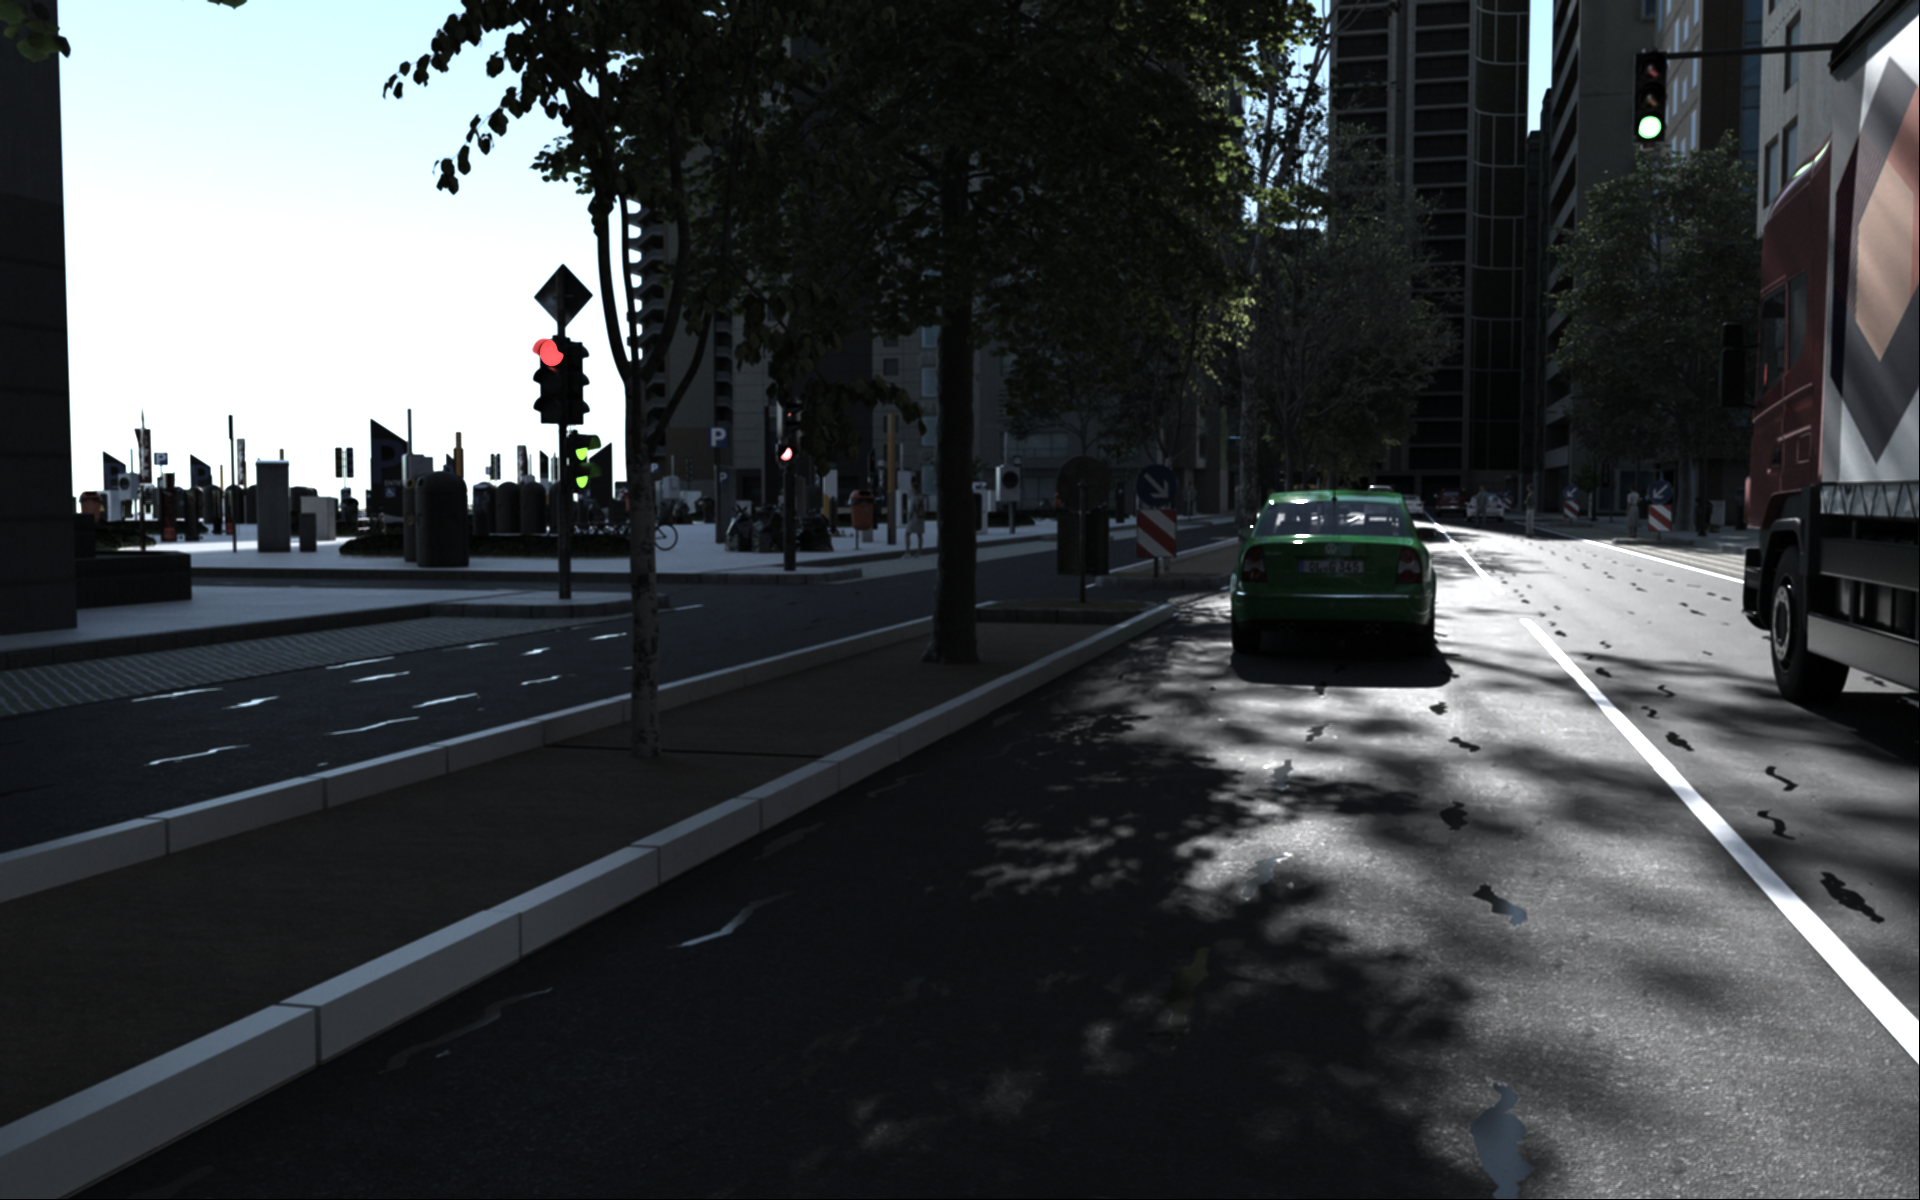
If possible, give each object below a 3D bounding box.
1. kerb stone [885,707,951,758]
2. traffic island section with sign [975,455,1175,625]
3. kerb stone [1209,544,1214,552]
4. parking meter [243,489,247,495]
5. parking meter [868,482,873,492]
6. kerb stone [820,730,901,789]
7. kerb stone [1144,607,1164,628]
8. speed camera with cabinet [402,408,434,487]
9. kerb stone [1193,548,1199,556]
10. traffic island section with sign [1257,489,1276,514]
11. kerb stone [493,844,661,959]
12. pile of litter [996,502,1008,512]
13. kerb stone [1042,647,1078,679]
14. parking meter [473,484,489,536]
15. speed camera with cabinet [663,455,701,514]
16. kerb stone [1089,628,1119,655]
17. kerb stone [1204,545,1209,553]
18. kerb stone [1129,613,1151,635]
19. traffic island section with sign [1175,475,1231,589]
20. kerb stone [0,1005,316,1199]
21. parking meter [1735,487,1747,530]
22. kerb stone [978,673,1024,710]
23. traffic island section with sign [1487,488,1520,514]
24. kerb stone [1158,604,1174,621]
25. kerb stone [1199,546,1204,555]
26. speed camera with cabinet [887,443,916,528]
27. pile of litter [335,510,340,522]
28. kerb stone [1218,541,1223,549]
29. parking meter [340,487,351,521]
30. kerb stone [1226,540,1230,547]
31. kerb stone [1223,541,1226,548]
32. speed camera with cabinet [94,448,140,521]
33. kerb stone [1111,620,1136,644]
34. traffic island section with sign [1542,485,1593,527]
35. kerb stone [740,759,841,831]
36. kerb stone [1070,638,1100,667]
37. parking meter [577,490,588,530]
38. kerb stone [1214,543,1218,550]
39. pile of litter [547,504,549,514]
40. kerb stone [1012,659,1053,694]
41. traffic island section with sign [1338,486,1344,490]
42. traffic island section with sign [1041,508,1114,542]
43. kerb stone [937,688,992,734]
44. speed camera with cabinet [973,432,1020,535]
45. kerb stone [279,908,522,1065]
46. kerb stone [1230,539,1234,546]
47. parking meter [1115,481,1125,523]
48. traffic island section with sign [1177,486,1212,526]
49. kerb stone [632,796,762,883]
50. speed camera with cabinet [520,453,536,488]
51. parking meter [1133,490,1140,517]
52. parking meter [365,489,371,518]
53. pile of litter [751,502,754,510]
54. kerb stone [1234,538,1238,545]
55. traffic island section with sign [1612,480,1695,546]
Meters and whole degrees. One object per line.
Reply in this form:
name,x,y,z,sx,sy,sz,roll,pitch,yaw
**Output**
kerb stone,-0.254,0.758,9.803,0.120,0.150,1.000,1,4,14
traffic island section with sign,1.302,-0.722,19.938,2.006,1.907,1.989,1,4,14
kerb stone,6.063,-1.249,42.612,0.120,0.150,1.000,1,4,14
parking meter,-33.928,-4.498,81.958,0.372,1.533,0.369,0,3,0
parking meter,-4.299,-4.810,84.349,0.255,1.863,0.399,-2,4,-24
kerb stone,-0.511,0.819,8.814,0.120,0.150,1.000,1,4,14
kerb stone,2.047,0.212,18.721,0.120,0.150,1.000,1,4,14
speed camera with cabinet,-12.176,-2.765,39.539,0.660,3.252,2.038,-2,4,-32
kerb stone,5.289,-1.066,39.631,0.120,0.150,1.000,1,4,14
traffic island section with sign,22.949,-7.268,127.461,1.989,1.847,2.006,1,4,14
kerb stone,-1.282,1.006,5.832,0.120,0.150,1.000,1,4,14
pile of litter,2.626,-5.152,98.200,1.719,0.858,1.176,0,4,4
kerb stone,0.766,0.516,13.766,0.120,0.150,1.000,1,4,14
parking meter,-11.544,-2.039,41.747,0.372,1.533,0.369,0,3,0
speed camera with cabinet,-14.258,-5.781,88.857,2.038,3.252,0.660,-3,5,-44
kerb stone,1.283,0.395,15.744,0.120,0.150,1.000,1,4,14
kerb stone,5.809,-1.188,41.617,0.120,0.150,1.000,1,4,14
kerb stone,1.794,0.273,17.731,0.120,0.150,1.000,1,4,14
traffic island section with sign,3.166,-1.160,27.107,2.006,1.907,1.989,1,4,14
kerb stone,-1.791,1.122,3.852,0.120,0.150,1.000,1,4,14
parking meter,27.883,-3.265,61.796,0.372,1.533,0.369,0,3,0
kerb stone,0.254,0.638,11.784,0.120,0.150,1.000,1,4,14
traffic island section with sign,38.792,-7.018,123.367,1.989,1.847,2.006,1,4,14
kerb stone,2.308,0.153,19.715,0.120,0.150,1.000,1,4,14
kerb stone,5.545,-1.126,40.621,0.120,0.150,1.000,1,4,14
speed camera with cabinet,-2.243,-4.435,66.854,0.660,3.252,2.038,1,4,15
pile of litter,-23.050,-3.068,64.132,1.176,0.858,1.719,0,4,6
kerb stone,6.584,-1.370,44.599,0.120,0.150,1.000,1,4,14
parking meter,-22.266,-3.328,62.830,0.372,1.533,0.369,0,3,0
kerb stone,7.091,-1.492,46.583,0.120,0.150,1.000,1,4,14
kerb stone,6.834,-1.431,45.591,0.120,0.150,1.000,1,4,14
speed camera with cabinet,-36.398,-4.918,74.737,2.038,3.252,0.660,1,4,19
kerb stone,1.536,0.334,16.739,0.120,0.150,1.000,1,4,14
traffic island section with sign,26.293,-4.059,74.998,1.989,1.847,2.006,1,4,14
kerb stone,-0.767,0.882,7.819,0.120,0.150,1.000,1,4,14
kerb stone,1.026,0.459,14.755,0.120,0.150,1.000,1,4,14
parking meter,-13.624,-3.312,62.560,0.372,1.533,0.369,0,3,0
kerb stone,6.318,-1.310,43.612,0.120,0.150,1.000,1,4,14
pile of litter,-20.813,-4.505,87.620,1.719,0.858,1.176,2,4,30
kerb stone,0.511,0.580,12.776,0.120,0.150,1.000,1,4,14
traffic island section with sign,21.979,-5.610,99.862,2.006,1.907,1.989,1,4,14
traffic island section with sign,3.625,-2.699,52.763,1.989,1.847,2.006,1,4,14
kerb stone,0.006,0.697,10.792,0.120,0.150,1.000,1,4,14
speed camera with cabinet,0.862,-3.710,54.993,2.038,3.252,0.660,-1,4,-13
kerb stone,-1.535,1.061,4.841,0.120,0.150,1.000,1,4,14
kerb stone,7.346,-1.552,47.578,0.120,0.150,1.000,1,4,14
parking meter,7.090,-4.350,76.838,0.399,1.863,0.255,0,4,-5
traffic island section with sign,10.555,-4.337,79.540,1.989,1.847,2.006,1,4,14
kerb stone,-1.028,0.943,6.828,0.120,0.150,1.000,1,4,14
speed camera with cabinet,-21.470,-5.526,84.678,0.660,3.252,2.038,-3,5,-41
parking meter,9.939,-5.447,97.471,0.372,1.533,0.369,0,3,0
parking meter,-29.004,-4.690,85.091,0.372,1.533,0.369,0,3,0
pile of litter,-12.637,-5.469,103.385,1.719,0.858,1.176,2,4,34
kerb stone,7.604,-1.613,48.568,0.120,0.150,1.000,1,4,14
traffic island section with sign,19.538,-2.463,48.900,1.989,1.847,2.006,1,4,14
